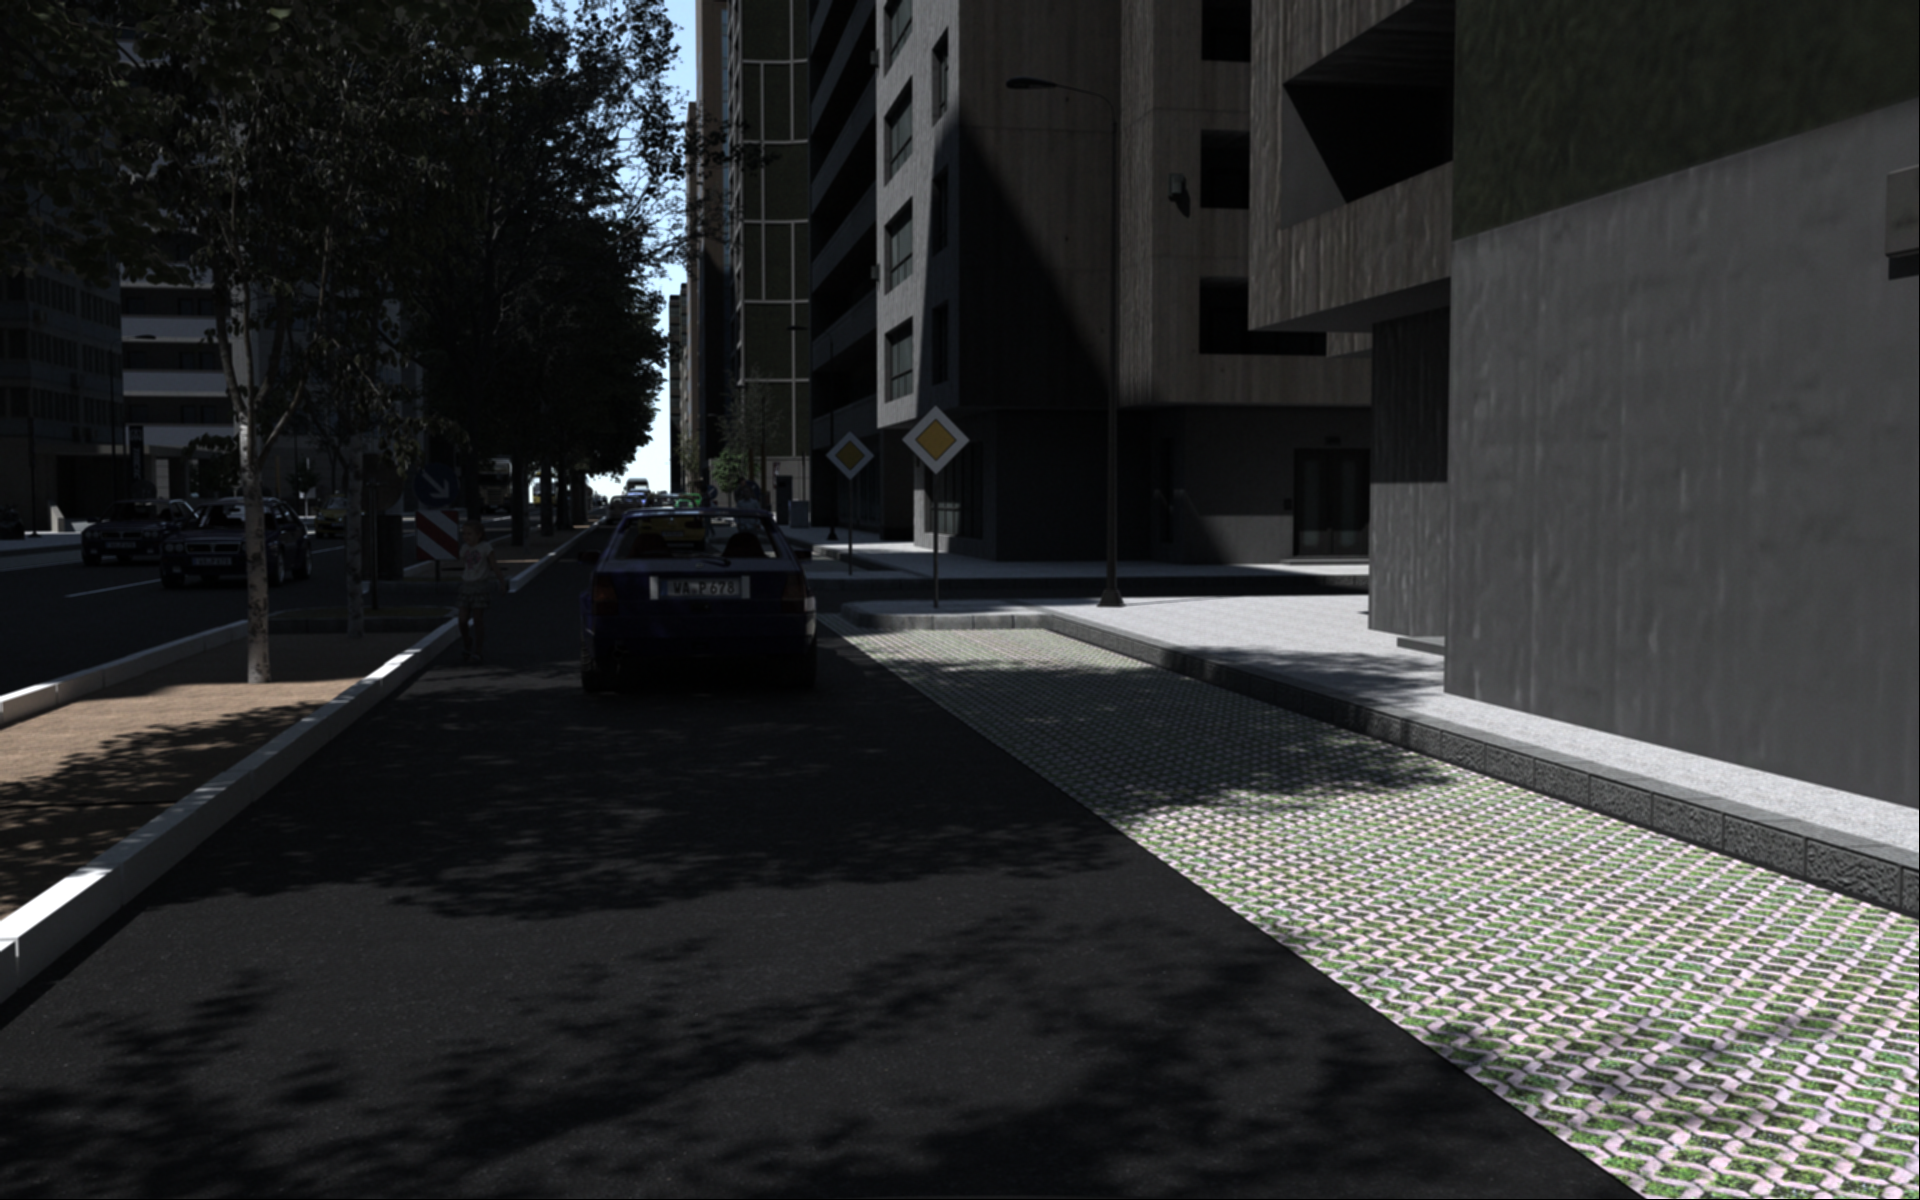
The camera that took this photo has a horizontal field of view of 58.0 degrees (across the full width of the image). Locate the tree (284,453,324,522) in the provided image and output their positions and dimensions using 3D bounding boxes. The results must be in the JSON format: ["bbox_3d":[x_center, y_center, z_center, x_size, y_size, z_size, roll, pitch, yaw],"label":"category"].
[{"bbox_3d":[-30.822,-5.289,81.070,1.663,3.219,1.824,0,3,0],"label":"tree"}]

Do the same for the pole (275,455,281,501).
[{"bbox_3d":[-35.942,-5.960,91.290,0.158,3.312,0.155,0,3,0],"label":"pole"}]

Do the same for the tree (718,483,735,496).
[{"bbox_3d":[-15.232,-7.242,113.014,1.663,3.219,1.824,0,3,0],"label":"tree"}]

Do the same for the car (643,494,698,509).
[{"bbox_3d":[-7.559,-2.140,45.218,2.015,1.641,3.980,-1,4,-11],"label":"car"}]

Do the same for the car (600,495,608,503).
[{"bbox_3d":[-50.794,-14.232,245.277,1.945,1.354,3.894,-1,4,-12],"label":"car"}]

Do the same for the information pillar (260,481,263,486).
[{"bbox_3d":[-38.475,-5.540,95.078,0.304,2.012,0.304,1,4,9],"label":"information pillar"}]

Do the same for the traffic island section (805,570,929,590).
[{"bbox_3d":[-1.713,-0.313,27.404,2.009,0.180,2.903,-1,4,-10],"label":"traffic island section"}]

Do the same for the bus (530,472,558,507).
[{"bbox_3d":[-45.558,-12.222,191.375,2.896,3.916,12.252,-1,4,-10],"label":"bus"}]

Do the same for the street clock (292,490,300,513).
[{"bbox_3d":[-31.633,-4.769,82.536,0.471,2.002,0.358,-2,4,-34],"label":"street clock"}]

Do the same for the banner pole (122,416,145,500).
[{"bbox_3d":[-26.536,-4.007,55.531,0.863,3.779,0.401,0,4,2],"label":"banner pole"}]

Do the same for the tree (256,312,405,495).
[{"bbox_3d":[-31.858,-9.348,87.252,8.767,10.594,7.601,0,4,5],"label":"tree"}]

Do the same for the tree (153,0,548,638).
[{"bbox_3d":[-6.071,-3.934,17.135,4.737,8.622,4.395,0,3,0],"label":"tree"}]

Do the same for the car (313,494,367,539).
[{"bbox_3d":[-20.194,-2.871,57.162,2.015,1.641,3.980,-1,4,-12],"label":"car"}]

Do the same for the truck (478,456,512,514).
[{"bbox_3d":[-34.235,-8.536,128.480,2.839,4.237,11.283,-1,4,-11],"label":"truck"}]

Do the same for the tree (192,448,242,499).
[{"bbox_3d":[-28.020,-4.361,65.908,1.663,3.219,1.824,0,3,0],"label":"tree"}]

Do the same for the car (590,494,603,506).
[{"bbox_3d":[-44.257,-12.228,209.716,2.009,1.686,4.222,-1,4,-10],"label":"car"}]

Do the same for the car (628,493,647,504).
[{"bbox_3d":[-21.848,-6.563,116.889,1.945,1.707,3.694,-1,4,-11],"label":"car"}]

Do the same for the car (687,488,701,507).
[{"bbox_3d":[-17.550,-6.334,112.357,1.959,1.807,4.718,-1,4,-12],"label":"car"}]

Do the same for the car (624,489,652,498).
[{"bbox_3d":[-23.143,-7.134,125.309,2.281,1.827,5.304,-1,4,-11],"label":"car"}]

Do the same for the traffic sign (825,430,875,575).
[{"bbox_3d":[-1.735,-1.448,27.322,0.795,2.450,0.064,-1,4,-10],"label":"traffic sign"}]

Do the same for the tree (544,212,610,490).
[{"bbox_3d":[-10.188,-5.362,40.493,4.360,8.622,3.978,0,3,0],"label":"tree"}]

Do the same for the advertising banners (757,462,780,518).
[{"bbox_3d":[-10.491,-5.966,93.725,0.090,3.025,2.074,3,5,43],"label":"advertising banners"}]

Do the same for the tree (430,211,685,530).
[{"bbox_3d":[-15.676,-9.086,68.021,9.611,12.733,9.660,0,3,0],"label":"tree"}]

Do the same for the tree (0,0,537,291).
[{"bbox_3d":[-4.166,-5.225,6.010,7.486,12.596,7.792,0,3,0],"label":"tree"}]

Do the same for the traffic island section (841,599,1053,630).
[{"bbox_3d":[-0.254,0.167,19.553,2.009,0.180,2.903,-1,4,-10],"label":"traffic island section"}]

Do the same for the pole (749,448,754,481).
[{"bbox_3d":[-9.259,-5.084,76.964,0.158,3.312,0.155,0,3,0],"label":"pole"}]

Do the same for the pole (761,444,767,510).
[{"bbox_3d":[-7.933,-4.659,70.018,0.158,3.312,0.155,0,3,0],"label":"pole"}]

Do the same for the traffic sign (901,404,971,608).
[{"bbox_3d":[-0.276,-0.968,19.471,0.795,2.450,0.064,-1,4,-10],"label":"traffic sign"}]

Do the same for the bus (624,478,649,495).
[{"bbox_3d":[-38.045,-12.784,203.873,2.948,3.499,13.247,-1,4,-11],"label":"bus"}]

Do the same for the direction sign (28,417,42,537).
[{"bbox_3d":[-27.440,-3.624,51.254,0.379,3.537,0.876,-1,4,-20],"label":"direction sign"}]

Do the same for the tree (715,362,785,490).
[{"bbox_3d":[-11.961,-8.988,97.309,4.360,8.622,3.978,0,3,0],"label":"tree"}]

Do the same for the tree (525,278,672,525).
[{"bbox_3d":[-17.427,-10.350,78.327,9.857,13.997,8.962,0,3,0],"label":"tree"}]

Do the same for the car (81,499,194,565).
[{"bbox_3d":[-16.996,-1.439,36.116,1.945,1.354,3.894,-1,4,-12],"label":"car"}]

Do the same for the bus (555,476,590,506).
[{"bbox_3d":[-37.426,-10.585,167.919,2.948,3.499,13.247,-1,4,-10],"label":"bus"}]

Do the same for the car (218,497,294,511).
[{"bbox_3d":[-18.093,-1.925,43.837,2.083,1.381,4.827,-1,4,-9],"label":"car"}]

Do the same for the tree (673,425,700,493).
[{"bbox_3d":[-28.357,-14.273,183.723,4.737,8.622,4.395,0,3,0],"label":"tree"}]

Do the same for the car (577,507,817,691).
[{"bbox_3d":[-2.136,-0.090,14.059,1.945,1.354,3.894,-1,4,-9],"label":"car"}]

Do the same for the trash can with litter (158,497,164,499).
[{"bbox_3d":[-37.720,-4.355,82.589,1.055,1.170,0.624,-2,4,-34],"label":"trash can with litter"}]

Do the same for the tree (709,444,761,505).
[{"bbox_3d":[-13.920,-7.622,108.339,4.285,4.588,4.351,0,3,0],"label":"tree"}]

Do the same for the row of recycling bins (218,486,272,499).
[{"bbox_3d":[-37.866,-5.106,90.603,3.534,1.692,1.069,-1,4,-17],"label":"row of recycling bins"}]

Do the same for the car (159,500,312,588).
[{"bbox_3d":[-11.575,-0.931,27.799,1.945,1.354,3.894,-1,4,-11],"label":"car"}]

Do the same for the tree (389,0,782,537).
[{"bbox_3d":[-12.526,-12.148,56.961,12.611,20.169,13.585,0,3,0],"label":"tree"}]

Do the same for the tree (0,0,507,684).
[{"bbox_3d":[-5.227,-3.655,12.572,4.360,8.622,3.978,0,3,0],"label":"tree"}]

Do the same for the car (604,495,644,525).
[{"bbox_3d":[-15.931,-4.301,82.689,2.083,1.381,4.827,-1,4,-10],"label":"car"}]

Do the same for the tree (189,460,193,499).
[{"bbox_3d":[-37.775,-5.552,85.383,1.663,3.219,1.824,0,3,0],"label":"tree"}]

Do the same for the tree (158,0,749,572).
[{"bbox_3d":[-9.134,-7.297,32.129,12.009,13.543,11.850,0,3,0],"label":"tree"}]
